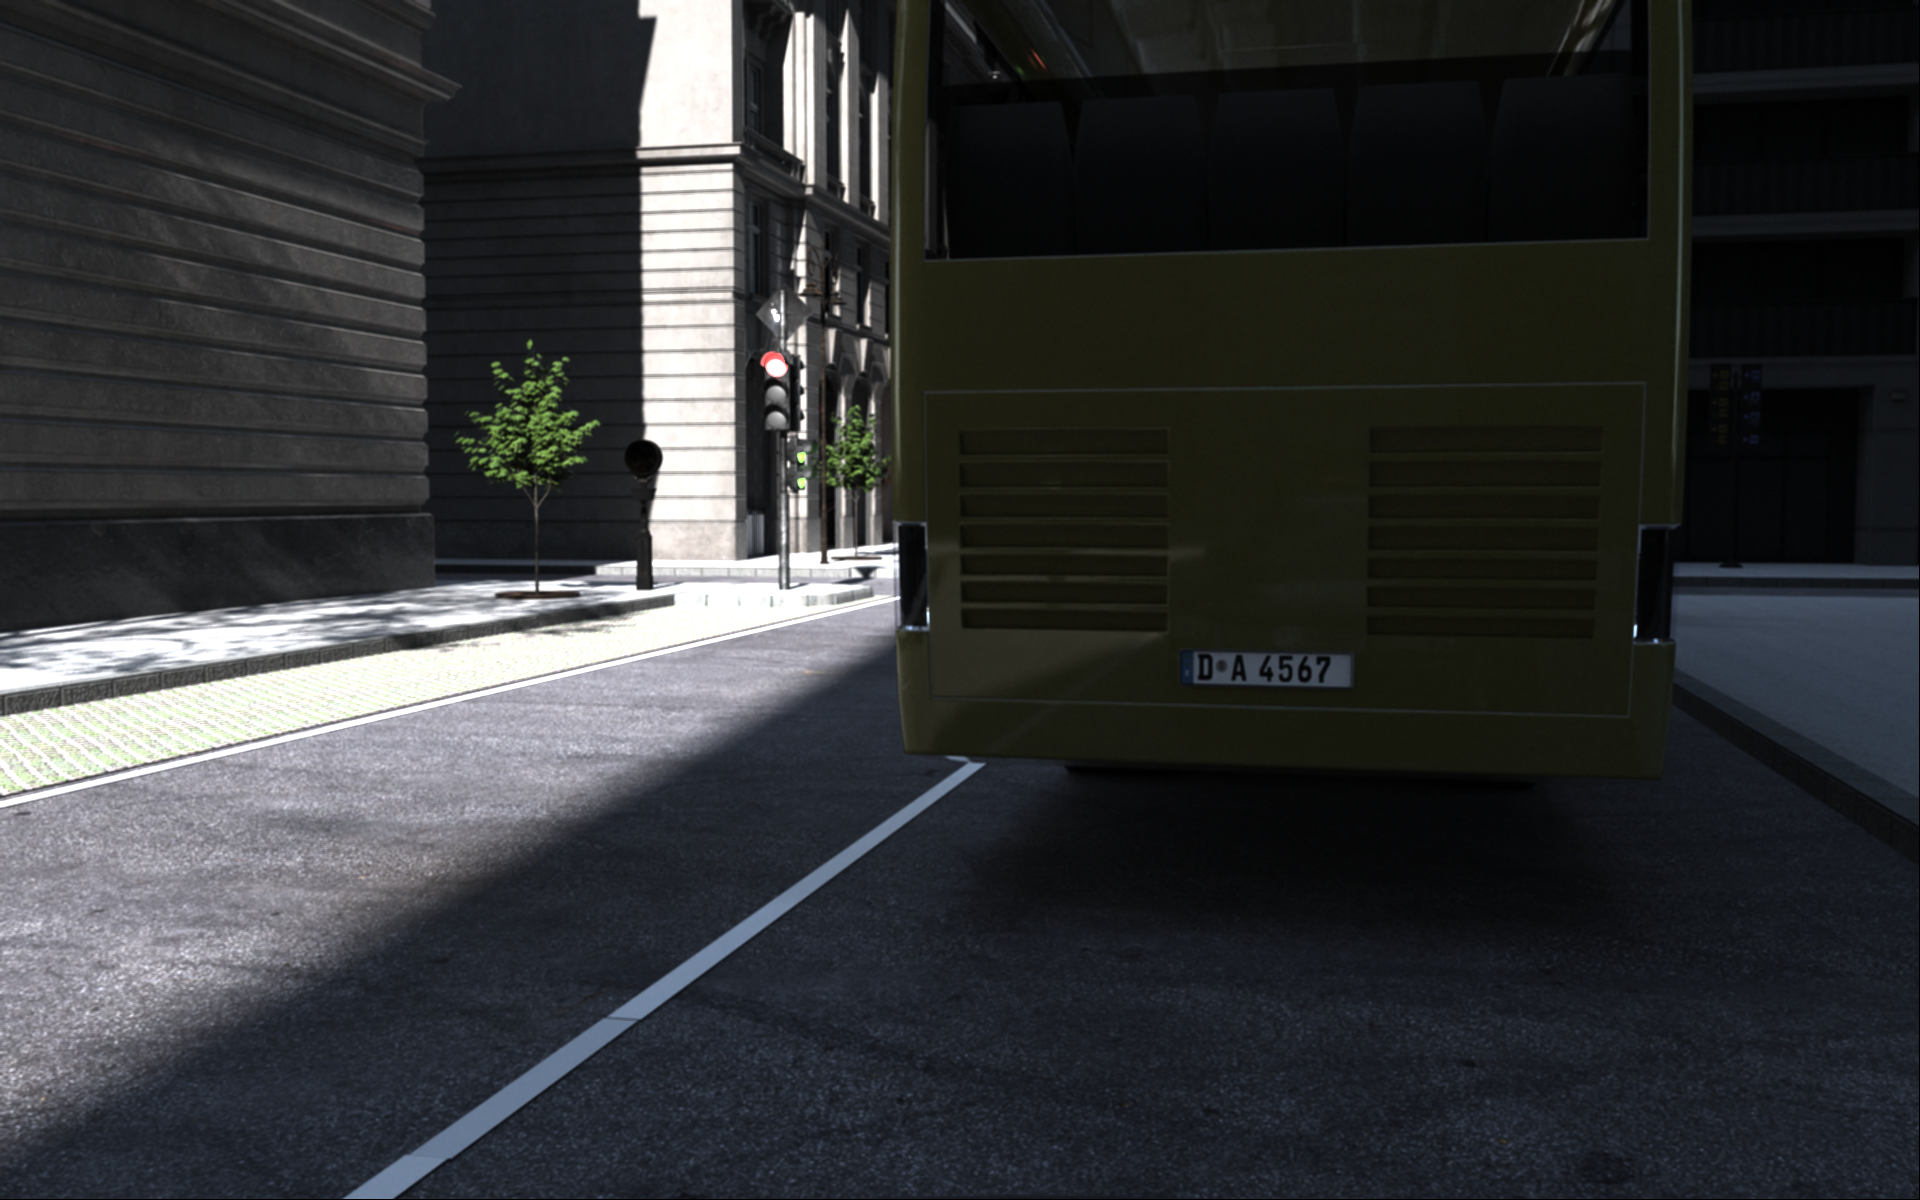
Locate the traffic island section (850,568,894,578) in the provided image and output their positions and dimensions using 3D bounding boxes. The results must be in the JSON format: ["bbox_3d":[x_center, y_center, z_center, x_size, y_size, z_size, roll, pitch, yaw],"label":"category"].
[{"bbox_3d":[-0.618,-0.535,31.028,2.009,0.180,2.903,1,4,13],"label":"traffic island section"}]

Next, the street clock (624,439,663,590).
[{"bbox_3d":[-4.217,-1.134,23.108,0.471,2.002,0.358,0,4,3],"label":"street clock"}]

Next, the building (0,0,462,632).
[{"bbox_3d":[-17.278,-11.717,20.449,19.941,23.489,11.050,1,4,13],"label":"building"}]

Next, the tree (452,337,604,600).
[{"bbox_3d":[-5.307,-1.652,21.606,1.663,3.219,1.824,0,3,0],"label":"tree"}]

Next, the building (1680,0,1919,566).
[{"bbox_3d":[23.964,-36.652,37.512,20.611,71.187,20.563,1,4,13],"label":"building"}]

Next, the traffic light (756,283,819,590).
[{"bbox_3d":[-2.338,-2.090,23.094,0.839,4.253,0.868,1,4,13],"label":"traffic light"}]

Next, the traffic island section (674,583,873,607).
[{"bbox_3d":[-2.375,-0.059,23.238,2.009,0.180,2.903,1,4,13],"label":"traffic island section"}]

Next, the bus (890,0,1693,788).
[{"bbox_3d":[2.316,-1.215,11.418,2.896,3.916,12.252,1,4,13],"label":"bus"}]

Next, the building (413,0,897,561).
[{"bbox_3d":[-7.461,-12.423,44.912,13.314,21.916,24.055,1,4,13],"label":"building"}]

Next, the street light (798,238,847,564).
[{"bbox_3d":[-2.487,-3.595,31.564,0.468,5.910,1.993,1,4,13],"label":"street light"}]

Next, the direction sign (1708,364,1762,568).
[{"bbox_3d":[13.467,-2.334,30.151,0.876,3.537,0.379,0,4,2],"label":"direction sign"}]

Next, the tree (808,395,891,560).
[{"bbox_3d":[-1.945,-2.411,34.016,1.663,3.219,1.824,0,3,0],"label":"tree"}]
